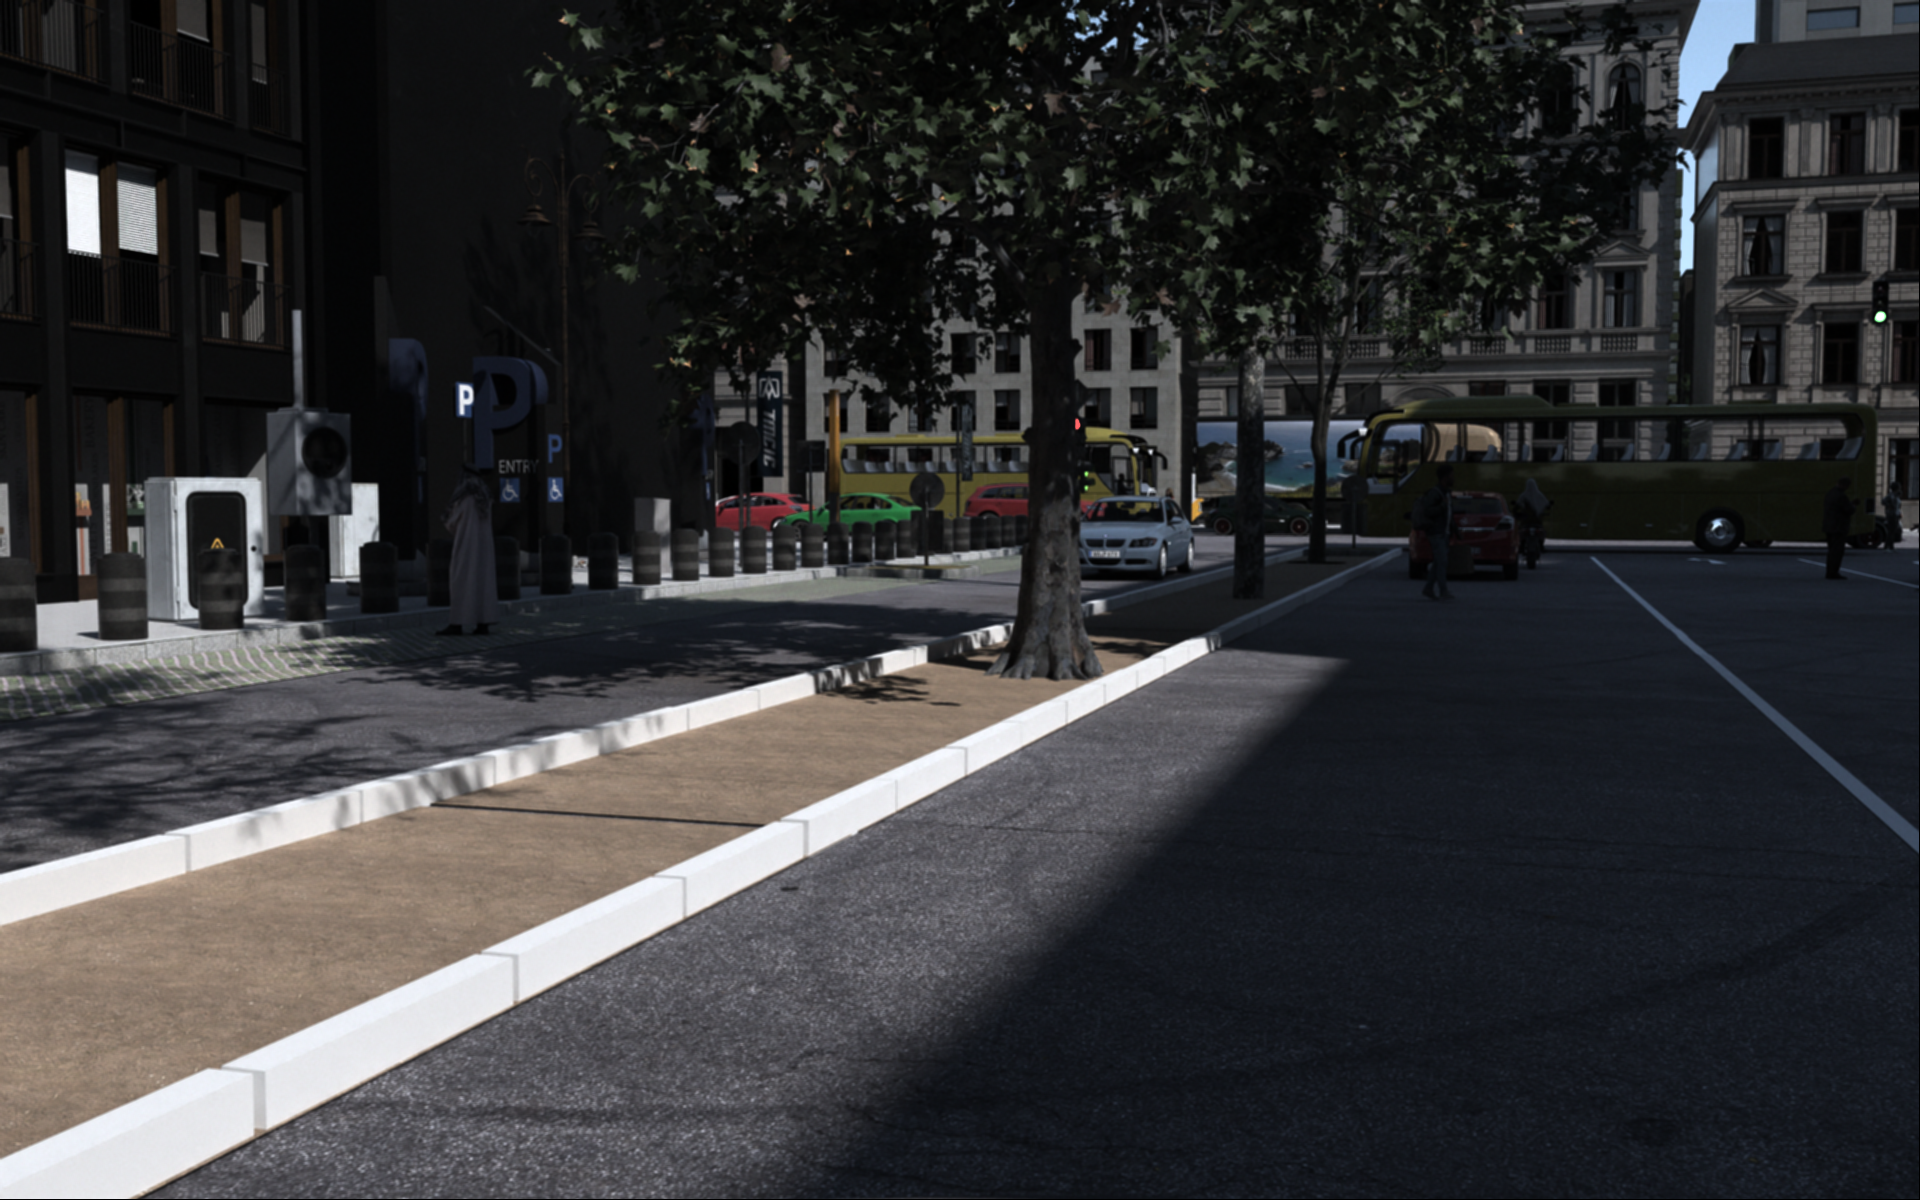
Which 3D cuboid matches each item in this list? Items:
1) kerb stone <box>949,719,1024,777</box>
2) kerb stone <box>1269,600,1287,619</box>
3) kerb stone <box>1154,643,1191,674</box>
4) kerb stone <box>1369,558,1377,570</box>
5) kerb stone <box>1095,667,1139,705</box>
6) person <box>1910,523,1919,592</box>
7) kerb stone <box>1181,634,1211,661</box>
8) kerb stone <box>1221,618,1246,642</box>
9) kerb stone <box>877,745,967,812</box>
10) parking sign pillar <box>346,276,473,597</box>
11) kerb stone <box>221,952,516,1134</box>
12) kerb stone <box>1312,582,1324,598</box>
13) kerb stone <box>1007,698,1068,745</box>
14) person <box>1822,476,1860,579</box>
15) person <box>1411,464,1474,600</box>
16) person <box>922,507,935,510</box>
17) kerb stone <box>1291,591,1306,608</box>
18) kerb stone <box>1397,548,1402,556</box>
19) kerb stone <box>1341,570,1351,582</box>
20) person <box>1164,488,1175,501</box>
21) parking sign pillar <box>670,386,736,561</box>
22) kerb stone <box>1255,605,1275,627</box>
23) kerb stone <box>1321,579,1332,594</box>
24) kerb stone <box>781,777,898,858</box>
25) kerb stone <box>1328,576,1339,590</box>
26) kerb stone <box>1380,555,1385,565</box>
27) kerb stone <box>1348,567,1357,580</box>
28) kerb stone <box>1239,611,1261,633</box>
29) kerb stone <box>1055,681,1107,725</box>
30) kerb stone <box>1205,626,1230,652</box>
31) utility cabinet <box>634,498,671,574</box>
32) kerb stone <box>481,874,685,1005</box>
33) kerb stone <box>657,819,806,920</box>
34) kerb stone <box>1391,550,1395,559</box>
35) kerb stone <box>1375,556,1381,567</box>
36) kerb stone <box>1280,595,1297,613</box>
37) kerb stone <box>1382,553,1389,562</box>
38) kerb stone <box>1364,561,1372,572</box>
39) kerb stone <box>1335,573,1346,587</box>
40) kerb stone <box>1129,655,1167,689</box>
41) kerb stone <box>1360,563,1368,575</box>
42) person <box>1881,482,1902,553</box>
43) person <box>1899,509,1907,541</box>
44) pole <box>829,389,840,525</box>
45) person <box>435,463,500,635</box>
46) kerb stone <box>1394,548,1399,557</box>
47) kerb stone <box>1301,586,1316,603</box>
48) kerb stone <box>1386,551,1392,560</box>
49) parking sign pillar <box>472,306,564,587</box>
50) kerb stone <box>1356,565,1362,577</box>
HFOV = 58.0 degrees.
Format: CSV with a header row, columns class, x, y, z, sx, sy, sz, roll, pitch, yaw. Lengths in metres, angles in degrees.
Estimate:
class,x,y,z,sx,sy,sz,roll,pitch,yaw
kerb stone,0.134,0.791,9.269,0.120,0.150,1.000,1,4,18
kerb stone,3.623,0.132,20.036,0.120,0.150,1.000,1,4,18
kerb stone,1.715,0.492,14.158,0.120,0.150,1.000,1,4,18
kerb stone,7.740,-0.647,32.775,0.120,0.150,1.000,1,4,18
kerb stone,1.080,0.611,12.199,0.120,0.150,1.000,1,4,18
person,14.107,-0.903,25.226,0.435,1.587,0.963,1,4,16
kerb stone,2.031,0.432,15.140,0.120,0.150,1.000,1,4,18
kerb stone,2.667,0.317,17.107,0.120,0.150,1.000,1,4,18
kerb stone,-0.186,0.854,8.282,0.120,0.150,1.000,1,4,18
parking sign pillar,-7.134,-2.062,22.180,1.447,3.967,1.447,-1,4,-8
kerb stone,-1.455,1.097,4.365,0.120,0.150,1.000,1,4,18
kerb stone,4.889,-0.108,23.955,0.120,0.150,1.000,1,4,18
kerb stone,0.444,0.731,10.249,0.120,0.150,1.000,1,4,18
person,14.844,-1.222,29.172,0.600,1.739,0.565,-1,4,-21
person,6.457,-0.895,23.118,0.794,1.824,0.713,-2,4,-34
person,-0.860,-2.433,48.383,0.767,1.812,0.694,-1,4,-16
kerb stone,4.247,0.016,21.995,0.120,0.150,1.000,1,4,18
kerb stone,9.964,-1.068,39.650,0.120,0.150,1.000,1,4,18
kerb stone,6.150,-0.348,27.878,0.120,0.150,1.000,1,4,18
person,6.044,-2.477,50.696,0.444,1.614,0.593,-2,4,-35
parking sign pillar,-5.146,-2.782,33.961,1.447,3.967,1.447,0,4,4
kerb stone,3.308,0.192,19.059,0.120,0.150,1.000,1,4,18
kerb stone,5.202,-0.163,24.932,0.120,0.150,1.000,1,4,18
kerb stone,-0.498,0.911,7.305,0.120,0.150,1.000,1,4,18
kerb stone,5.521,-0.227,25.920,0.120,0.150,1.000,1,4,18
kerb stone,8.374,-0.764,34.725,0.120,0.150,1.000,1,4,18
kerb stone,6.467,-0.407,28.856,0.120,0.150,1.000,1,4,18
kerb stone,2.984,0.252,18.082,0.120,0.150,1.000,1,4,18
kerb stone,0.762,0.671,11.224,0.120,0.150,1.000,1,4,18
kerb stone,2.350,0.381,16.115,0.120,0.150,1.000,1,4,18
utility cabinet,-5.021,-1.049,28.316,0.306,1.237,1.020,-2,4,-28
kerb stone,-1.140,1.037,5.345,0.120,0.150,1.000,1,4,18
kerb stone,-0.824,0.976,6.321,0.120,0.150,1.000,1,4,18
kerb stone,9.313,-0.947,37.679,0.120,0.150,1.000,1,4,18
kerb stone,8.056,-0.707,33.750,0.120,0.150,1.000,1,4,18
kerb stone,3.938,0.072,21.012,0.120,0.150,1.000,1,4,18
kerb stone,8.686,-0.827,35.713,0.120,0.150,1.000,1,4,18
kerb stone,7.416,-0.582,31.788,0.120,0.150,1.000,1,4,18
kerb stone,5.842,-0.288,26.899,0.120,0.150,1.000,1,4,18
kerb stone,1.398,0.559,13.183,0.120,0.150,1.000,1,4,18
kerb stone,7.109,-0.523,30.805,0.120,0.150,1.000,1,4,18
person,22.801,-2.027,42.369,0.841,1.734,0.376,-3,5,-42
person,27.529,-2.390,50.812,0.726,1.435,0.776,-2,4,-27
pole,-2.451,-2.447,33.849,0.158,3.312,0.155,0,3,0
person,-4.968,-0.513,17.553,0.621,1.740,0.551,1,4,11
kerb stone,9.638,-1.007,38.660,0.120,0.150,1.000,1,4,18
kerb stone,4.570,-0.047,22.968,0.120,0.150,1.000,1,4,18
kerb stone,9.003,-0.885,36.695,0.120,0.150,1.000,1,4,18
parking sign pillar,-6.269,-2.207,24.559,1.447,3.967,1.447,2,4,24
kerb stone,6.781,-0.467,29.833,0.120,0.150,1.000,1,4,18
